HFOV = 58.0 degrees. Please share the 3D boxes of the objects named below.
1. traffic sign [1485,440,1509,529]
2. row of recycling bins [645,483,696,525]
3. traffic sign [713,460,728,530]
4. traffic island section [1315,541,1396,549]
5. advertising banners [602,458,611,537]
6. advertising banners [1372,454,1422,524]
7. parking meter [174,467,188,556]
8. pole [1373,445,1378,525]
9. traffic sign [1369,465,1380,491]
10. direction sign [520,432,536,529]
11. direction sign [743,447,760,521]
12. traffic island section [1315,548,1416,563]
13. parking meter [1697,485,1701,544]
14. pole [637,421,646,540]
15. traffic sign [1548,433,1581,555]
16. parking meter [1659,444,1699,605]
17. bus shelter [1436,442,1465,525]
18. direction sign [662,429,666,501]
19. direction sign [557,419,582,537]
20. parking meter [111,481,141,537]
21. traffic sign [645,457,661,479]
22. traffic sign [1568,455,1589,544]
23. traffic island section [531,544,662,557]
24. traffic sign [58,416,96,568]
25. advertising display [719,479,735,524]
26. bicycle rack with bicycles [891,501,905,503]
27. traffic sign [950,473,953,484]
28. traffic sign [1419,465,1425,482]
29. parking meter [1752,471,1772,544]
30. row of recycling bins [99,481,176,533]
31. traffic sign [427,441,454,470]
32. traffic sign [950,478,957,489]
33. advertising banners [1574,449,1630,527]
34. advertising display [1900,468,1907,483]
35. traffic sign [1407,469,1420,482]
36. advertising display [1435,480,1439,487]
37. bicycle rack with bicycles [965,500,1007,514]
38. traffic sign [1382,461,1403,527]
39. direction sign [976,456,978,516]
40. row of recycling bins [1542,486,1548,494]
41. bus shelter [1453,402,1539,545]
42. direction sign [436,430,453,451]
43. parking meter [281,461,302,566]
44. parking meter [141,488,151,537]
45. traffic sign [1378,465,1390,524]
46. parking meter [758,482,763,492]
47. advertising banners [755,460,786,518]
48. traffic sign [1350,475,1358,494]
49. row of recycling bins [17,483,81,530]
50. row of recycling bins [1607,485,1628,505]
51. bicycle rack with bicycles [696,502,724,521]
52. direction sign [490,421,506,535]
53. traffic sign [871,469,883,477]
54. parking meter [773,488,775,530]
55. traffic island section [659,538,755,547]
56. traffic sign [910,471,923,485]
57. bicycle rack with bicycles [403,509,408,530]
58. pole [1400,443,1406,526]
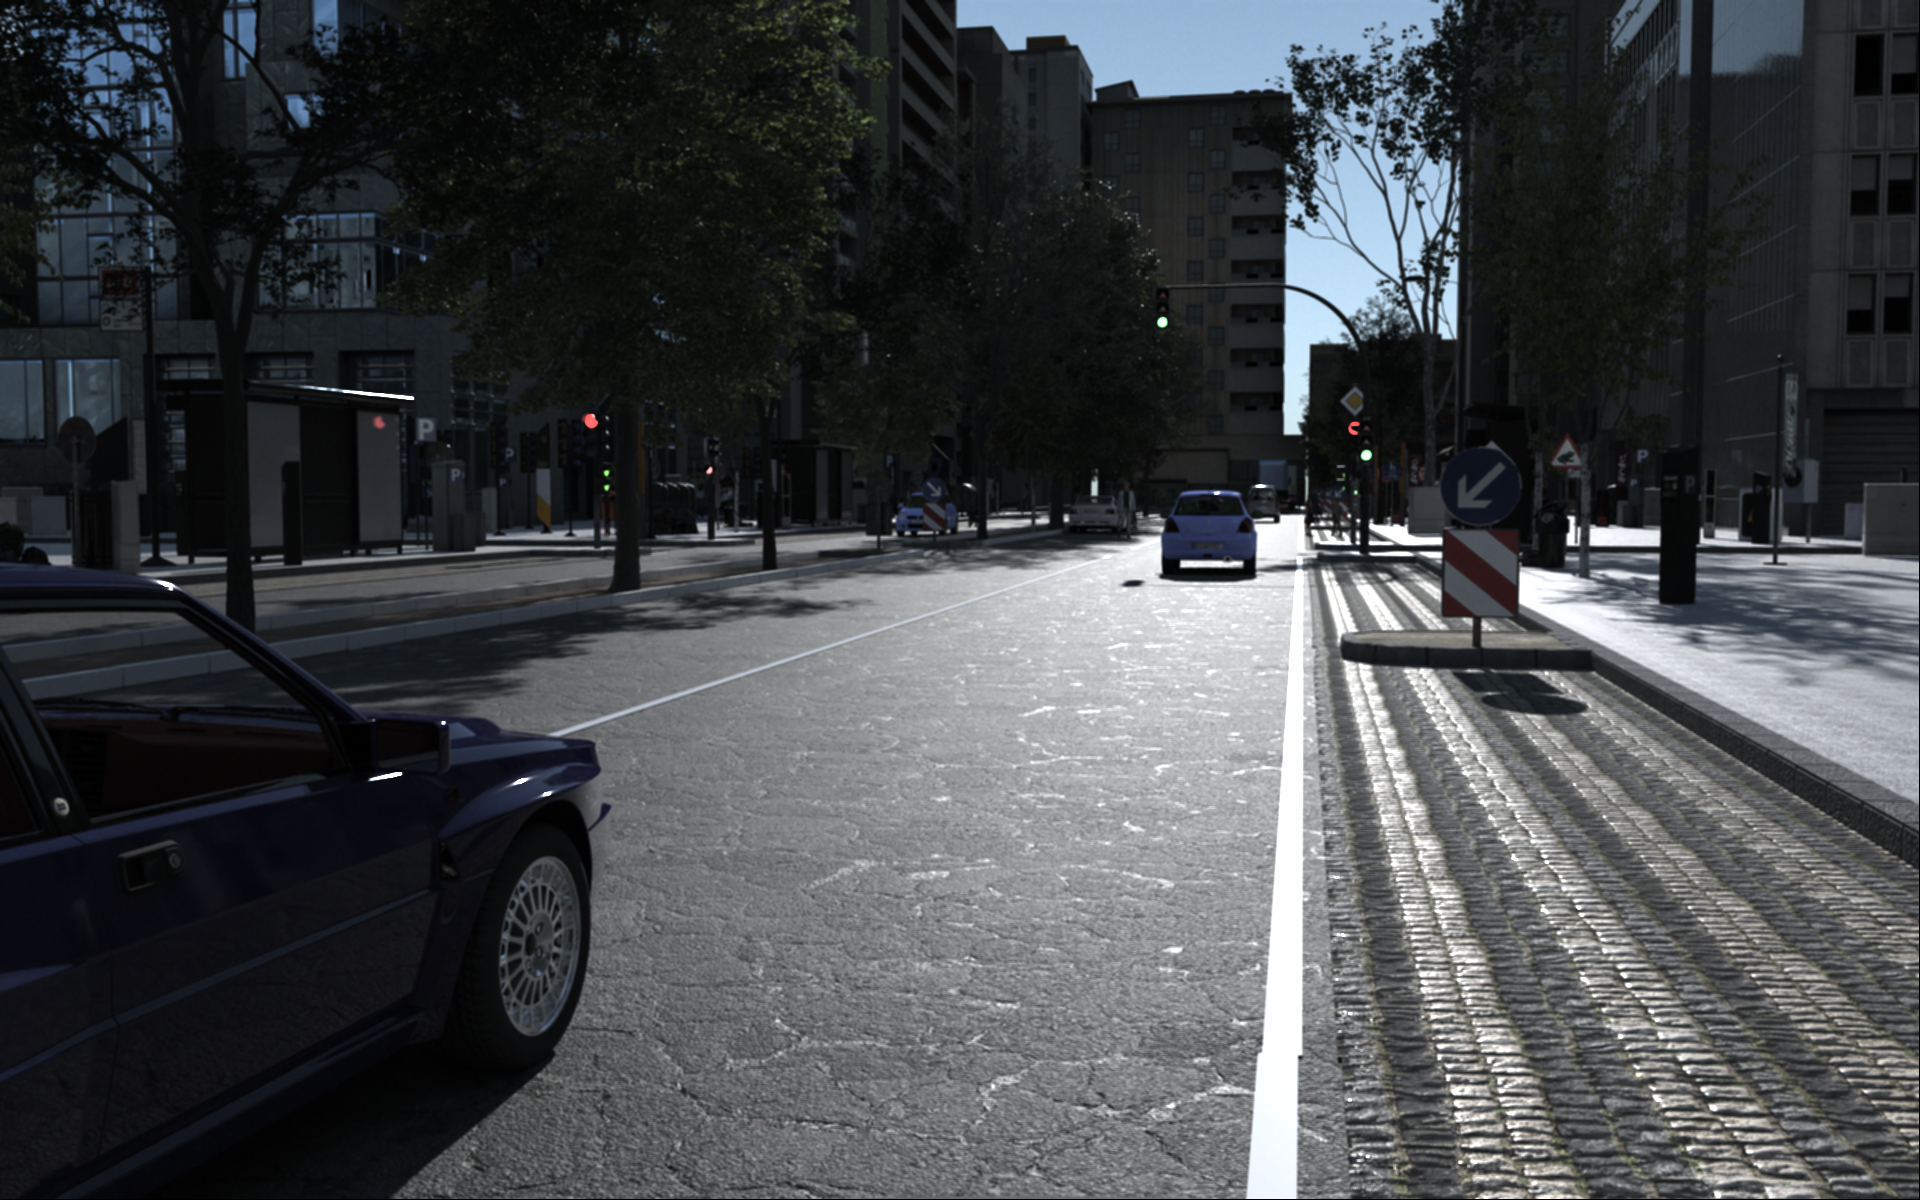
[{"bbox_3d":[11.378,-2.198,37.129,0.795,2.450,0.064,1,4,14],"label":"traffic sign"},{"bbox_3d":[-10.664,-3.488,64.140,1.069,1.692,3.534,1,4,12],"label":"row of recycling bins"},{"bbox_3d":[-8.599,-3.752,61.455,0.768,2.556,0.104,1,4,20],"label":"traffic sign"},{"bbox_3d":[10.268,-1.398,45.143,2.009,0.180,2.903,1,4,11],"label":"traffic island section"},{"bbox_3d":[-10.495,-3.373,51.339,0.090,3.025,2.074,0,4,-6],"label":"advertising banners"},{"bbox_3d":[18.979,-4.837,75.279,2.074,3.025,0.090,1,4,15],"label":"advertising banners"},{"bbox_3d":[-16.162,-1.863,36.172,0.255,1.863,0.399,2,4,25],"label":"parking meter"},{"bbox_3d":[17.402,-4.811,72.499,0.158,3.312,0.155,0,3,0],"label":"pole"},{"bbox_3d":[18.462,-4.671,76.475,0.768,2.556,0.104,1,4,20],"label":"traffic sign"},{"bbox_3d":[-15.844,-4.381,63.620,0.876,3.537,0.379,3,4,37],"label":"direction sign"},{"bbox_3d":[-10.060,-5.603,83.604,0.876,3.537,0.379,-1,4,-22],"label":"direction sign"},{"bbox_3d":[8.719,-0.919,37.309,2.009,0.180,2.903,1,4,11],"label":"traffic island section"},{"bbox_3d":[18.936,-2.223,44.754,0.372,1.533,0.369,0,3,0],"label":"parking meter"},{"bbox_3d":[-8.882,-3.331,48.313,0.158,3.312,0.155,0,3,0],"label":"pole"},{"bbox_3d":[12.844,-2.244,36.699,0.884,2.594,0.081,1,4,18],"label":"traffic sign"},{"bbox_3d":[8.392,-0.888,20.228,0.399,1.863,0.255,-2,4,-32],"label":"parking meter"},{"bbox_3d":[19.975,-4.565,68.558,2.014,3.302,5.546,1,4,11],"label":"bus shelter"},{"bbox_3d":[-10.347,-4.194,60.576,0.379,3.537,0.876,-1,4,-16],"label":"direction sign"},{"bbox_3d":[-11.782,-3.690,52.325,0.379,3.537,0.876,3,4,38],"label":"direction sign"},{"bbox_3d":[-15.670,-1.470,32.439,0.372,1.533,0.369,0,3,0],"label":"parking meter"},{"bbox_3d":[-10.594,-3.616,59.236,0.768,2.556,0.104,1,4,13],"label":"traffic sign"},{"bbox_3d":[15.918,-2.602,44.681,0.606,2.300,0.079,1,4,12],"label":"traffic sign"},{"bbox_3d":[-8.538,-1.127,40.713,2.009,0.180,2.903,1,4,11],"label":"traffic island section"},{"bbox_3d":[-14.484,-1.730,28.399,0.768,2.556,0.104,1,4,18],"label":"traffic sign"},{"bbox_3d":[-9.966,-4.221,74.221,0.974,1.923,0.123,3,5,45],"label":"advertising display"},{"bbox_3d":[-3.391,-4.461,86.320,2.852,0.926,2.925,0,4,-4],"label":"bicycle rack with bicycles"},{"bbox_3d":[-0.768,-6.073,99.399,0.768,2.556,0.104,1,4,21],"label":"traffic sign"},{"bbox_3d":[20.336,-4.624,75.702,0.768,2.556,0.104,1,4,17],"label":"traffic sign"},{"bbox_3d":[20.686,-2.384,44.683,0.255,1.863,0.399,-2,4,-33],"label":"parking meter"},{"bbox_3d":[-26.908,-3.039,56.808,1.069,1.692,3.534,1,4,11],"label":"row of recycling bins"},{"bbox_3d":[-12.585,-2.551,41.812,0.768,2.556,0.104,1,4,12],"label":"traffic sign"},{"bbox_3d":[-0.587,-6.553,107.152,0.884,2.594,0.081,1,4,18],"label":"traffic sign"},{"bbox_3d":[25.193,-4.389,67.946,2.074,3.025,0.090,0,4,7],"label":"advertising banners"},{"bbox_3d":[23.712,-2.346,43.566,0.123,1.923,0.974,2,4,26],"label":"advertising display"},{"bbox_3d":[20.746,-4.831,79.088,0.768,2.556,0.104,1,4,11],"label":"traffic sign"},{"bbox_3d":[21.459,-4.451,77.984,0.974,1.923,0.123,1,4,10],"label":"advertising display"},{"bbox_3d":[1.651,-6.109,113.258,2.925,0.926,2.852,-1,4,-16],"label":"bicycle rack with bicycles"},{"bbox_3d":[16.839,-4.120,67.463,0.768,2.556,0.104,1,4,19],"label":"traffic sign"},{"bbox_3d":[1.001,-6.756,102.456,0.379,3.537,0.876,0,4,6],"label":"direction sign"},{"bbox_3d":[25.936,-4.560,81.671,3.534,1.692,1.069,2,4,33],"label":"row of recycling bins"},{"bbox_3d":[14.493,-3.409,47.026,1.731,3.624,6.357,1,4,11],"label":"bus shelter"},{"bbox_3d":[-18.303,-4.241,61.341,0.876,3.537,0.379,2,4,25],"label":"direction sign"},{"bbox_3d":[-12.050,-1.561,31.233,0.255,1.863,0.399,-2,4,-33],"label":"parking meter"},{"bbox_3d":[-24.482,-2.662,51.931,0.372,1.533,0.369,0,3,0],"label":"parking meter"},{"bbox_3d":[18.228,-4.519,73.992,0.768,2.556,0.104,1,4,15],"label":"traffic sign"},{"bbox_3d":[-9.704,-4.866,85.277,0.399,1.863,0.255,1,4,8],"label":"parking meter"},{"bbox_3d":[-9.669,-5.666,88.833,2.074,3.025,0.090,2,4,33],"label":"advertising banners"},{"bbox_3d":[25.667,-6.931,113.429,0.768,2.556,0.104,1,4,20],"label":"traffic sign"},{"bbox_3d":[-33.154,-3.420,63.027,3.534,1.692,1.069,2,4,33],"label":"row of recycling bins"},{"bbox_3d":[29.106,-4.253,76.653,1.069,1.692,3.534,1,4,19],"label":"row of recycling bins"},{"bbox_3d":[-12.292,-4.224,82.451,2.852,0.926,2.925,-2,4,-26],"label":"bicycle rack with bicycles"},{"bbox_3d":[-14.373,-3.789,53.948,0.876,3.537,0.379,3,5,45],"label":"direction sign"},{"bbox_3d":[-4.213,-5.423,88.771,0.768,2.556,0.104,1,4,15],"label":"traffic sign"},{"bbox_3d":[-6.743,-3.230,61.226,0.372,1.533,0.369,0,3,0],"label":"parking meter"},{"bbox_3d":[-6.990,-1.606,48.547,2.009,0.180,2.903,1,4,11],"label":"traffic island section"},{"bbox_3d":[-2.370,-5.773,94.497,0.768,2.556,0.104,1,4,16],"label":"traffic sign"},{"bbox_3d":[-20.925,-2.922,61.149,2.925,0.926,2.852,1,4,20],"label":"bicycle rack with bicycles"},{"bbox_3d":[17.557,-4.576,68.666,0.158,3.312,0.155,0,3,0],"label":"pole"}]
